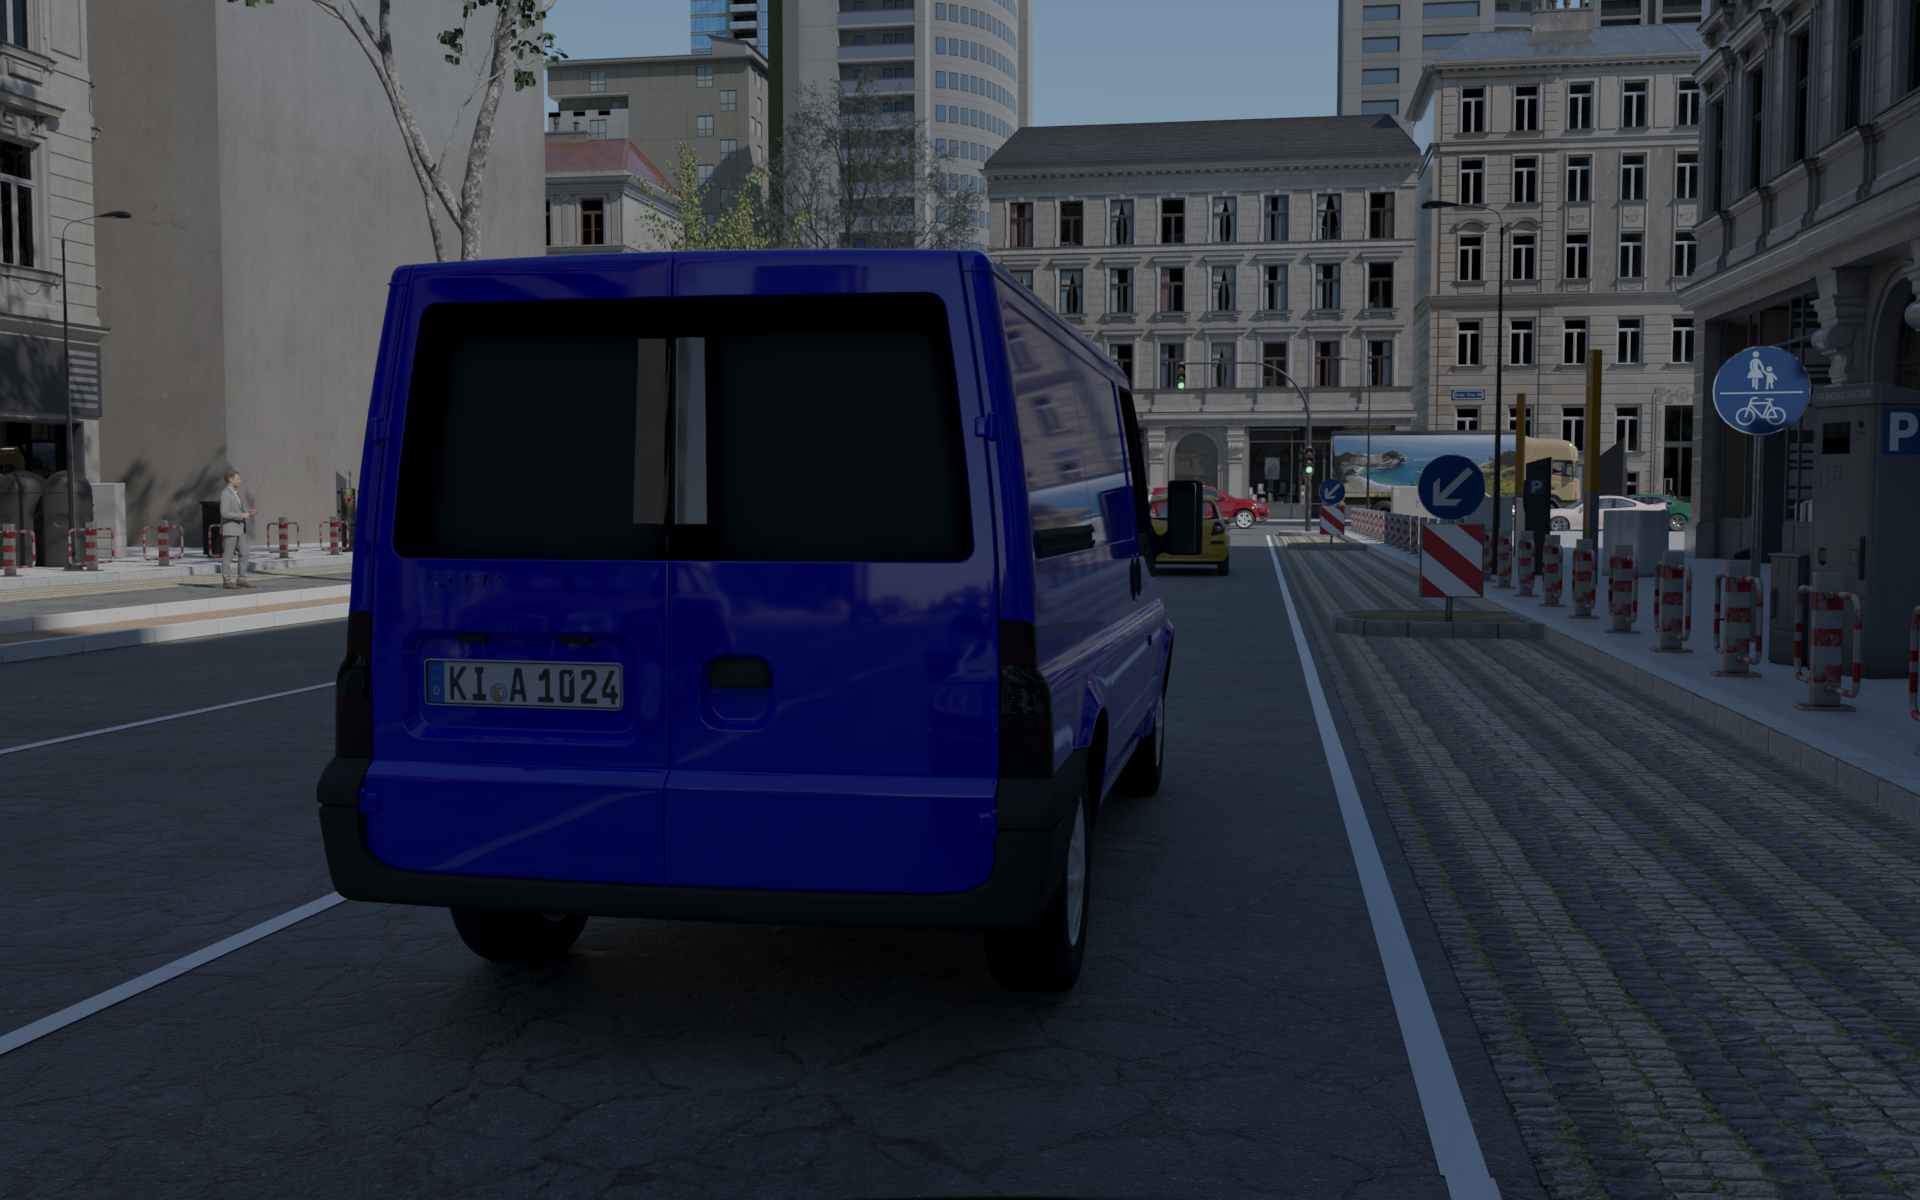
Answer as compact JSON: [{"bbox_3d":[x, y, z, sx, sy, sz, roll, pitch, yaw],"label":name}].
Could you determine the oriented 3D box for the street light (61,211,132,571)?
[{"bbox_3d":[-14.263,-3.430,28.623,1.470,5.913,1.316,1,4,10],"label":"street light"}]

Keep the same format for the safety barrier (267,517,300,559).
[{"bbox_3d":[-13.430,-1.230,34.384,0.300,0.817,1.120,1,4,10],"label":"safety barrier"}]

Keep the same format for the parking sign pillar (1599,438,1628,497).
[{"bbox_3d":[31.453,-5.808,83.437,1.447,3.967,1.447,-3,4,-37],"label":"parking sign pillar"}]

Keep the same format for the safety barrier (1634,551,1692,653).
[{"bbox_3d":[5.788,0.012,14.079,0.300,0.817,1.120,1,4,10],"label":"safety barrier"}]

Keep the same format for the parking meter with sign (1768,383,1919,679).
[{"bbox_3d":[6.444,-0.979,12.265,0.543,3.016,1.738,-1,4,-11],"label":"parking meter with sign"}]

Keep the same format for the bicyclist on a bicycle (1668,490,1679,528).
[{"bbox_3d":[29.717,-3.825,72.560,1.625,1.676,1.499,1,4,8],"label":"bicyclist on a bicycle"}]

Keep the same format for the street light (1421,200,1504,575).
[{"bbox_3d":[7.989,-3.360,27.484,1.470,5.913,1.316,1,4,10],"label":"street light"}]

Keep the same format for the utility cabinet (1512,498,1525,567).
[{"bbox_3d":[9.946,-1.166,30.225,0.306,1.237,1.020,0,4,7],"label":"utility cabinet"}]

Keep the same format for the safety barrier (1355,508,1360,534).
[{"bbox_3d":[12.566,-2.421,53.862,0.300,0.817,1.120,1,4,10],"label":"safety barrier"}]

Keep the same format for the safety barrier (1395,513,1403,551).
[{"bbox_3d":[9.983,-1.495,38.716,0.300,0.817,1.120,1,4,10],"label":"safety barrier"}]

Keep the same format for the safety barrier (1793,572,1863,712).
[{"bbox_3d":[5.142,0.244,10.279,0.300,0.817,1.120,1,4,10],"label":"safety barrier"}]

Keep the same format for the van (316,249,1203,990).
[{"bbox_3d":[-0.255,-0.147,6.783,2.240,2.365,5.245,1,4,11],"label":"van"}]

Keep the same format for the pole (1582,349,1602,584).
[{"bbox_3d":[8.948,-1.876,24.519,0.158,3.312,0.155,0,3,0],"label":"pole"}]

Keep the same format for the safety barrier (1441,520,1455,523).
[{"bbox_3d":[8.372,-0.915,29.237,0.300,0.817,1.120,1,4,10],"label":"safety barrier"}]

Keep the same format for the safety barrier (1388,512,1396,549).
[{"bbox_3d":[10.305,-1.611,40.613,0.300,0.817,1.120,1,4,10],"label":"safety barrier"}]

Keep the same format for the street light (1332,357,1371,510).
[{"bbox_3d":[13.295,-5.269,58.696,1.470,5.913,1.316,1,4,10],"label":"street light"}]

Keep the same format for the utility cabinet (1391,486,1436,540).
[{"bbox_3d":[12.623,-2.419,48.226,1.173,1.500,0.318,0,4,2],"label":"utility cabinet"}]

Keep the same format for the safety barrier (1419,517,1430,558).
[{"bbox_3d":[9.015,-1.147,33.023,0.300,0.817,1.120,1,4,10],"label":"safety barrier"}]

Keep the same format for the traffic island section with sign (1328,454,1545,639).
[{"bbox_3d":[4.924,-0.577,18.057,1.989,1.847,2.006,1,4,10],"label":"traffic island section with sign"}]

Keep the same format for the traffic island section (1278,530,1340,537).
[{"bbox_3d":[11.933,-2.265,59.319,2.009,0.180,2.903,1,4,10],"label":"traffic island section"}]

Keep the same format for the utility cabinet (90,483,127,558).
[{"bbox_3d":[-17.256,-1.583,34.559,1.173,1.500,0.318,1,4,13],"label":"utility cabinet"}]

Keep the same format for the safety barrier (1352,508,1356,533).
[{"bbox_3d":[12.884,-2.537,55.758,0.300,0.817,1.120,1,4,10],"label":"safety barrier"}]

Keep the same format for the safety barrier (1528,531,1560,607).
[{"bbox_3d":[6.759,-0.336,19.764,0.300,0.817,1.120,1,4,10],"label":"safety barrier"}]

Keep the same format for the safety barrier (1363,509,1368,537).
[{"bbox_3d":[11.922,-2.190,50.083,0.300,0.817,1.120,1,4,10],"label":"safety barrier"}]

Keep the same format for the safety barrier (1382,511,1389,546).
[{"bbox_3d":[10.629,-1.726,42.502,0.300,0.817,1.120,1,4,10],"label":"safety barrier"}]

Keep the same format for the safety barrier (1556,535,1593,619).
[{"bbox_3d":[6.437,-0.220,17.874,0.300,0.817,1.120,1,4,10],"label":"safety barrier"}]

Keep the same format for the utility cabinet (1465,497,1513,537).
[{"bbox_3d":[12.008,-1.724,39.346,1.020,1.237,0.306,1,4,13],"label":"utility cabinet"}]

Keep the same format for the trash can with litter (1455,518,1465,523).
[{"bbox_3d":[13.084,-2.066,44.833,1.678,1.210,2.233,-1,4,-14],"label":"trash can with litter"}]

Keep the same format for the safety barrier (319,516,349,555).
[{"bbox_3d":[-13.108,-1.346,36.282,0.300,0.817,1.120,1,4,10],"label":"safety barrier"}]

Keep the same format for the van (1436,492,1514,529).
[{"bbox_3d":[20.528,-3.823,69.516,4.112,2.044,2.013,1,4,9],"label":"van"}]

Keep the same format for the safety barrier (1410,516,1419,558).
[{"bbox_3d":[9.342,-1.263,34.920,0.300,0.817,1.120,1,4,10],"label":"safety barrier"}]

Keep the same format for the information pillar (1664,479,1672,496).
[{"bbox_3d":[33.639,-4.760,82.310,0.304,2.012,0.304,2,4,29],"label":"information pillar"}]

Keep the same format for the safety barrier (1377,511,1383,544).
[{"bbox_3d":[10.956,-1.842,44.396,0.300,0.817,1.120,1,4,10],"label":"safety barrier"}]

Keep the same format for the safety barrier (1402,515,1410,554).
[{"bbox_3d":[9.662,-1.379,36.818,0.300,0.817,1.120,1,4,10],"label":"safety barrier"}]

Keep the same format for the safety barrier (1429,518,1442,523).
[{"bbox_3d":[8.693,-1.031,31.130,0.300,0.817,1.120,1,4,10],"label":"safety barrier"}]

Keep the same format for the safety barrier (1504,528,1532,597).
[{"bbox_3d":[7.082,-0.452,21.660,0.300,0.817,1.120,1,4,10],"label":"safety barrier"}]

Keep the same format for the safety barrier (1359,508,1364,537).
[{"bbox_3d":[12.243,-2.306,51.972,0.300,0.817,1.120,1,4,10],"label":"safety barrier"}]

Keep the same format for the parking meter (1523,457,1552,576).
[{"bbox_3d":[9.116,-1.325,27.379,0.399,1.863,0.255,2,4,29],"label":"parking meter"}]

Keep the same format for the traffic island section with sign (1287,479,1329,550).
[{"bbox_3d":[9.474,-2.210,44.769,1.989,1.847,2.006,1,4,10],"label":"traffic island section with sign"}]

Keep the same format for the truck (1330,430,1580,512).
[{"bbox_3d":[22.222,-5.386,76.971,11.283,4.237,2.839,1,4,10],"label":"truck"}]

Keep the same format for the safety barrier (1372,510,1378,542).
[{"bbox_3d":[11.276,-1.959,46.304,0.300,0.817,1.120,1,4,10],"label":"safety barrier"}]

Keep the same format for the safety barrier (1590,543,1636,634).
[{"bbox_3d":[6.115,-0.105,15.984,0.300,0.817,1.120,1,4,10],"label":"safety barrier"}]

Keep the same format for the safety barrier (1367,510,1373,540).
[{"bbox_3d":[11.602,-2.074,48.193,0.300,0.817,1.120,1,4,10],"label":"safety barrier"}]

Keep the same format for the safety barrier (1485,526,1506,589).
[{"bbox_3d":[7.406,-0.567,23.549,0.300,0.817,1.120,1,4,10],"label":"safety barrier"}]

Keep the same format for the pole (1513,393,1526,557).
[{"bbox_3d":[11.331,-2.521,35.056,0.158,3.312,0.155,0,3,0],"label":"pole"}]

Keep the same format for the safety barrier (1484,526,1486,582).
[{"bbox_3d":[7.727,-0.683,25.446,0.300,0.817,1.120,1,4,10],"label":"safety barrier"}]

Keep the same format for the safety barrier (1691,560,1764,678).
[{"bbox_3d":[5.467,0.128,12.181,0.300,0.817,1.120,1,4,10],"label":"safety barrier"}]

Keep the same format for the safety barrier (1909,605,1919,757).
[{"bbox_3d":[4.820,0.361,8.381,0.300,0.817,1.120,1,4,10],"label":"safety barrier"}]
